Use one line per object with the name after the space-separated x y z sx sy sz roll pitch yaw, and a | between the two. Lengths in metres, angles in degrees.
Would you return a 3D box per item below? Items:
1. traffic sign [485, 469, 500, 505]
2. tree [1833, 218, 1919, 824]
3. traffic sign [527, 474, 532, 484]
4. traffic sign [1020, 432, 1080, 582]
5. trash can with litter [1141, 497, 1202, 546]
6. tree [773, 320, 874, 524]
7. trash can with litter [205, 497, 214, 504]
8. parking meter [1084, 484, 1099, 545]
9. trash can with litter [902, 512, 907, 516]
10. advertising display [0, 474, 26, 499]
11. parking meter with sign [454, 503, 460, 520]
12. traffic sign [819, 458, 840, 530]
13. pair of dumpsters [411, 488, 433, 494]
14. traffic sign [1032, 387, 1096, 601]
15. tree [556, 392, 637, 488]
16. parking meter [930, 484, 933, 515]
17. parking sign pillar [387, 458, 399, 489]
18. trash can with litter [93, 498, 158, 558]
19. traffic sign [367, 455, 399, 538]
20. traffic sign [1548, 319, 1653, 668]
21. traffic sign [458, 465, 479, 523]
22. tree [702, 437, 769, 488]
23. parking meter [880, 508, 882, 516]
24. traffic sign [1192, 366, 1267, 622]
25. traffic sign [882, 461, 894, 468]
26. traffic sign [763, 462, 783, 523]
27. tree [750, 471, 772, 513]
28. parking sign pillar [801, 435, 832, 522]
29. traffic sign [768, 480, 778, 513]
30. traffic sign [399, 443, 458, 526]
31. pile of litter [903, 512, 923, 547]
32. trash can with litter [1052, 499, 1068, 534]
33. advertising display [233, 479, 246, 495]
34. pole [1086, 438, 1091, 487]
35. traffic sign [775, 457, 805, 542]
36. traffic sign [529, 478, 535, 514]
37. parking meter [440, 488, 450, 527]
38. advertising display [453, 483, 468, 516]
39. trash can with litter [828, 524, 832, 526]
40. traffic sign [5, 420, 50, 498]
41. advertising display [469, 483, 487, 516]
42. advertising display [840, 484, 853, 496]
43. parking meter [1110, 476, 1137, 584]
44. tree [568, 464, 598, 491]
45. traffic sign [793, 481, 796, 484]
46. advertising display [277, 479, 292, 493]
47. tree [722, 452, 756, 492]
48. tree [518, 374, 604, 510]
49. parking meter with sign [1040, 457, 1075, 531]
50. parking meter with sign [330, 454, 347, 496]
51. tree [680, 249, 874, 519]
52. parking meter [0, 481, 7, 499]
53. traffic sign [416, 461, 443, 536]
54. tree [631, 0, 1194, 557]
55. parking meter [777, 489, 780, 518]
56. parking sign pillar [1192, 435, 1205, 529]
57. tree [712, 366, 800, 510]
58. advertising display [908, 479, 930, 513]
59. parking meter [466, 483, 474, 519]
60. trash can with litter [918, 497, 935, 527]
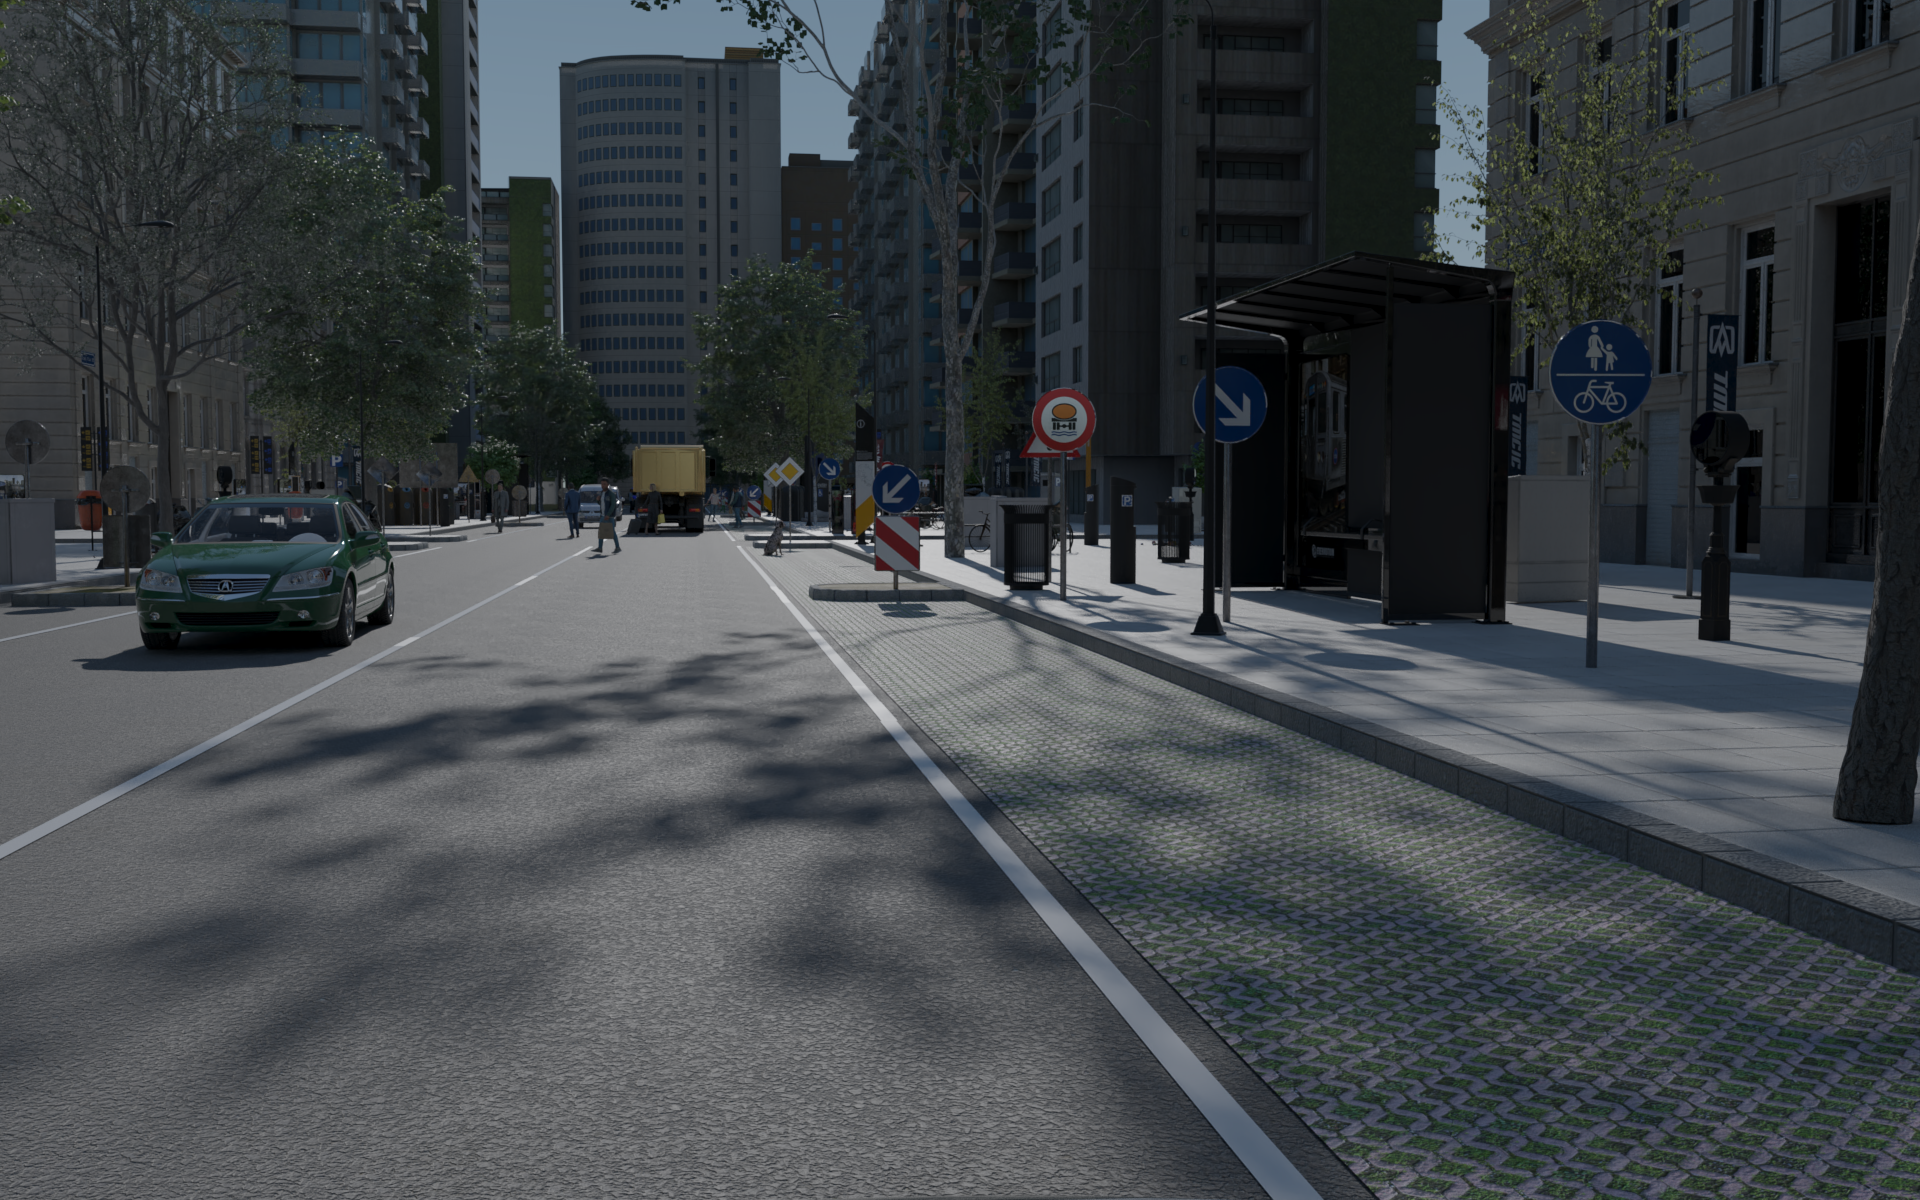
-24.000 -5.432 88.919 0.768 2.556 0.104 0 4 -5 | traffic sign
3.864 -4.396 6.285 7.601 10.594 8.767 3 4 36 | tree
-26.797 -6.523 106.762 0.768 2.556 0.104 0 4 -8 | traffic sign
1.304 -1.539 25.162 0.884 2.594 0.081 0 4 -2 | traffic sign
5.376 -1.982 43.465 1.678 1.210 2.233 0 4 7 | trash can with litter
-5.991 -7.545 73.719 4.737 8.622 4.395 0 3 0 | tree
-24.299 -2.789 56.980 1.055 1.170 0.624 0 4 2 | trash can with litter
3.297 -2.142 43.441 0.372 1.533 0.369 0 3 0 | parking meter
-3.219 -5.020 93.140 1.678 1.210 2.233 1 4 23 | trash can with litter
-30.145 -3.042 54.948 0.123 1.923 0.974 2 4 30 | advertising display
-25.700 -5.491 86.045 1.738 3.016 0.543 1 4 17 | parking meter with sign
-4.627 -3.757 61.535 0.768 2.556 0.104 0 4 -2 | traffic sign
-25.592 -4.898 82.568 1.574 2.255 4.437 -1 4 -9 | pair of dumpsters
1.243 -1.265 20.784 0.768 2.556 0.104 0 4 0 | traffic sign
-41.059 -17.013 195.171 9.611 12.733 9.660 0 3 0 | tree
-1.650 -5.546 96.383 0.255 1.863 0.399 0 4 -7 | parking meter
-30.898 -6.496 94.683 1.447 3.967 1.447 -3 5 -40 | parking sign pillar
-16.296 -1.473 35.145 2.233 1.210 1.678 1 4 22 | trash can with litter
-14.933 -2.521 44.853 0.795 2.450 0.064 -1 4 -9 | traffic sign
4.669 -0.772 12.728 0.768 2.556 0.104 0 4 -2 | traffic sign
-21.823 -4.704 76.915 0.884 2.594 0.081 0 4 -7 | traffic sign
-26.254 -17.505 203.211 9.611 12.733 9.660 0 3 0 | tree
-3.876 -4.873 88.090 0.372 1.533 0.369 0 3 0 | parking meter
2.676 -1.052 17.311 0.768 2.556 0.104 -1 4 -8 | traffic sign
-2.818 -4.121 67.481 0.768 2.556 0.104 0 4 -5 | traffic sign
-5.772 -3.099 54.316 0.795 2.450 0.064 -1 4 -9 | traffic sign
-13.671 -7.593 118.753 1.663 3.219 1.824 0 3 0 | tree
-6.590 -5.573 79.595 1.447 3.967 1.447 2 4 32 | parking sign pillar
-10.989 -6.091 101.713 0.606 2.300 0.079 0 4 0 | traffic sign
-21.182 -4.598 69.046 2.265 3.308 0.079 0 4 -7 | traffic sign
-1.485 -1.739 42.403 1.176 0.858 1.719 0 4 -2 | pile of litter
2.932 -2.705 55.619 1.055 1.170 0.624 0 4 1 | trash can with litter
-31.020 -4.246 74.629 0.123 1.923 0.974 0 4 2 | advertising display
4.112 -3.769 55.471 0.158 3.312 0.155 0 3 0 | pole
-4.557 -2.617 46.423 0.795 2.450 0.064 -1 4 -9 | traffic sign
-27.887 -6.744 112.392 0.606 2.300 0.079 0 4 -7 | traffic sign
-20.316 -3.663 68.305 0.372 1.533 0.369 0 3 0 | parking meter
-28.773 -5.801 100.063 0.974 1.923 0.123 -1 4 -19 | advertising display
-4.704 -3.684 71.295 1.678 1.210 2.233 3 5 42 | trash can with litter
-16.011 -1.814 29.758 0.768 2.556 0.104 0 4 0 | traffic sign
-27.620 -5.772 99.579 0.974 1.923 0.123 1 4 20 | advertising display
-7.130 -6.364 109.262 0.974 1.923 0.123 -3 5 -43 | advertising display
2.337 -1.003 24.808 0.372 1.533 0.369 0 3 0 | parking meter
-36.964 -11.386 169.881 4.285 4.588 4.351 0 3 0 | tree
-10.358 -6.461 105.740 0.768 2.556 0.104 0 3 0 | traffic sign
-28.238 -4.129 72.730 0.123 1.923 0.974 2 4 24 | advertising display
-22.422 -13.850 176.812 4.360 8.622 3.978 0 3 0 | tree
-32.966 -13.283 142.937 9.928 11.665 9.643 0 3 0 | tree
3.224 -3.973 61.224 1.738 3.016 0.543 3 5 45 | parking meter with sign
-27.417 -4.925 76.778 0.543 3.016 1.738 0 4 -7 | parking meter with sign
-9.220 -11.175 89.364 9.857 13.997 8.962 0 3 0 | tree
-18.023 -1.466 32.380 0.372 1.533 0.369 0 3 0 | parking meter
-16.147 -3.003 52.746 0.795 2.450 0.064 -1 4 -9 | traffic sign
-1.205 -10.862 33.483 12.611 20.169 13.585 0 3 0 | tree
-9.818 -5.250 94.246 0.372 1.533 0.369 0 3 0 | parking meter
9.016 -4.616 63.946 1.447 3.967 1.447 2 4 33 | parking sign pillar
-15.882 -13.030 138.787 9.928 11.665 9.643 0 3 0 | tree
-1.742 -4.142 72.930 0.974 1.923 0.123 -1 4 -10 | advertising display
-25.114 -5.080 88.766 0.399 1.863 0.255 -1 4 -18 | parking meter
-1.371 -3.407 67.090 0.624 1.170 1.055 1 4 13 | trash can with litter
